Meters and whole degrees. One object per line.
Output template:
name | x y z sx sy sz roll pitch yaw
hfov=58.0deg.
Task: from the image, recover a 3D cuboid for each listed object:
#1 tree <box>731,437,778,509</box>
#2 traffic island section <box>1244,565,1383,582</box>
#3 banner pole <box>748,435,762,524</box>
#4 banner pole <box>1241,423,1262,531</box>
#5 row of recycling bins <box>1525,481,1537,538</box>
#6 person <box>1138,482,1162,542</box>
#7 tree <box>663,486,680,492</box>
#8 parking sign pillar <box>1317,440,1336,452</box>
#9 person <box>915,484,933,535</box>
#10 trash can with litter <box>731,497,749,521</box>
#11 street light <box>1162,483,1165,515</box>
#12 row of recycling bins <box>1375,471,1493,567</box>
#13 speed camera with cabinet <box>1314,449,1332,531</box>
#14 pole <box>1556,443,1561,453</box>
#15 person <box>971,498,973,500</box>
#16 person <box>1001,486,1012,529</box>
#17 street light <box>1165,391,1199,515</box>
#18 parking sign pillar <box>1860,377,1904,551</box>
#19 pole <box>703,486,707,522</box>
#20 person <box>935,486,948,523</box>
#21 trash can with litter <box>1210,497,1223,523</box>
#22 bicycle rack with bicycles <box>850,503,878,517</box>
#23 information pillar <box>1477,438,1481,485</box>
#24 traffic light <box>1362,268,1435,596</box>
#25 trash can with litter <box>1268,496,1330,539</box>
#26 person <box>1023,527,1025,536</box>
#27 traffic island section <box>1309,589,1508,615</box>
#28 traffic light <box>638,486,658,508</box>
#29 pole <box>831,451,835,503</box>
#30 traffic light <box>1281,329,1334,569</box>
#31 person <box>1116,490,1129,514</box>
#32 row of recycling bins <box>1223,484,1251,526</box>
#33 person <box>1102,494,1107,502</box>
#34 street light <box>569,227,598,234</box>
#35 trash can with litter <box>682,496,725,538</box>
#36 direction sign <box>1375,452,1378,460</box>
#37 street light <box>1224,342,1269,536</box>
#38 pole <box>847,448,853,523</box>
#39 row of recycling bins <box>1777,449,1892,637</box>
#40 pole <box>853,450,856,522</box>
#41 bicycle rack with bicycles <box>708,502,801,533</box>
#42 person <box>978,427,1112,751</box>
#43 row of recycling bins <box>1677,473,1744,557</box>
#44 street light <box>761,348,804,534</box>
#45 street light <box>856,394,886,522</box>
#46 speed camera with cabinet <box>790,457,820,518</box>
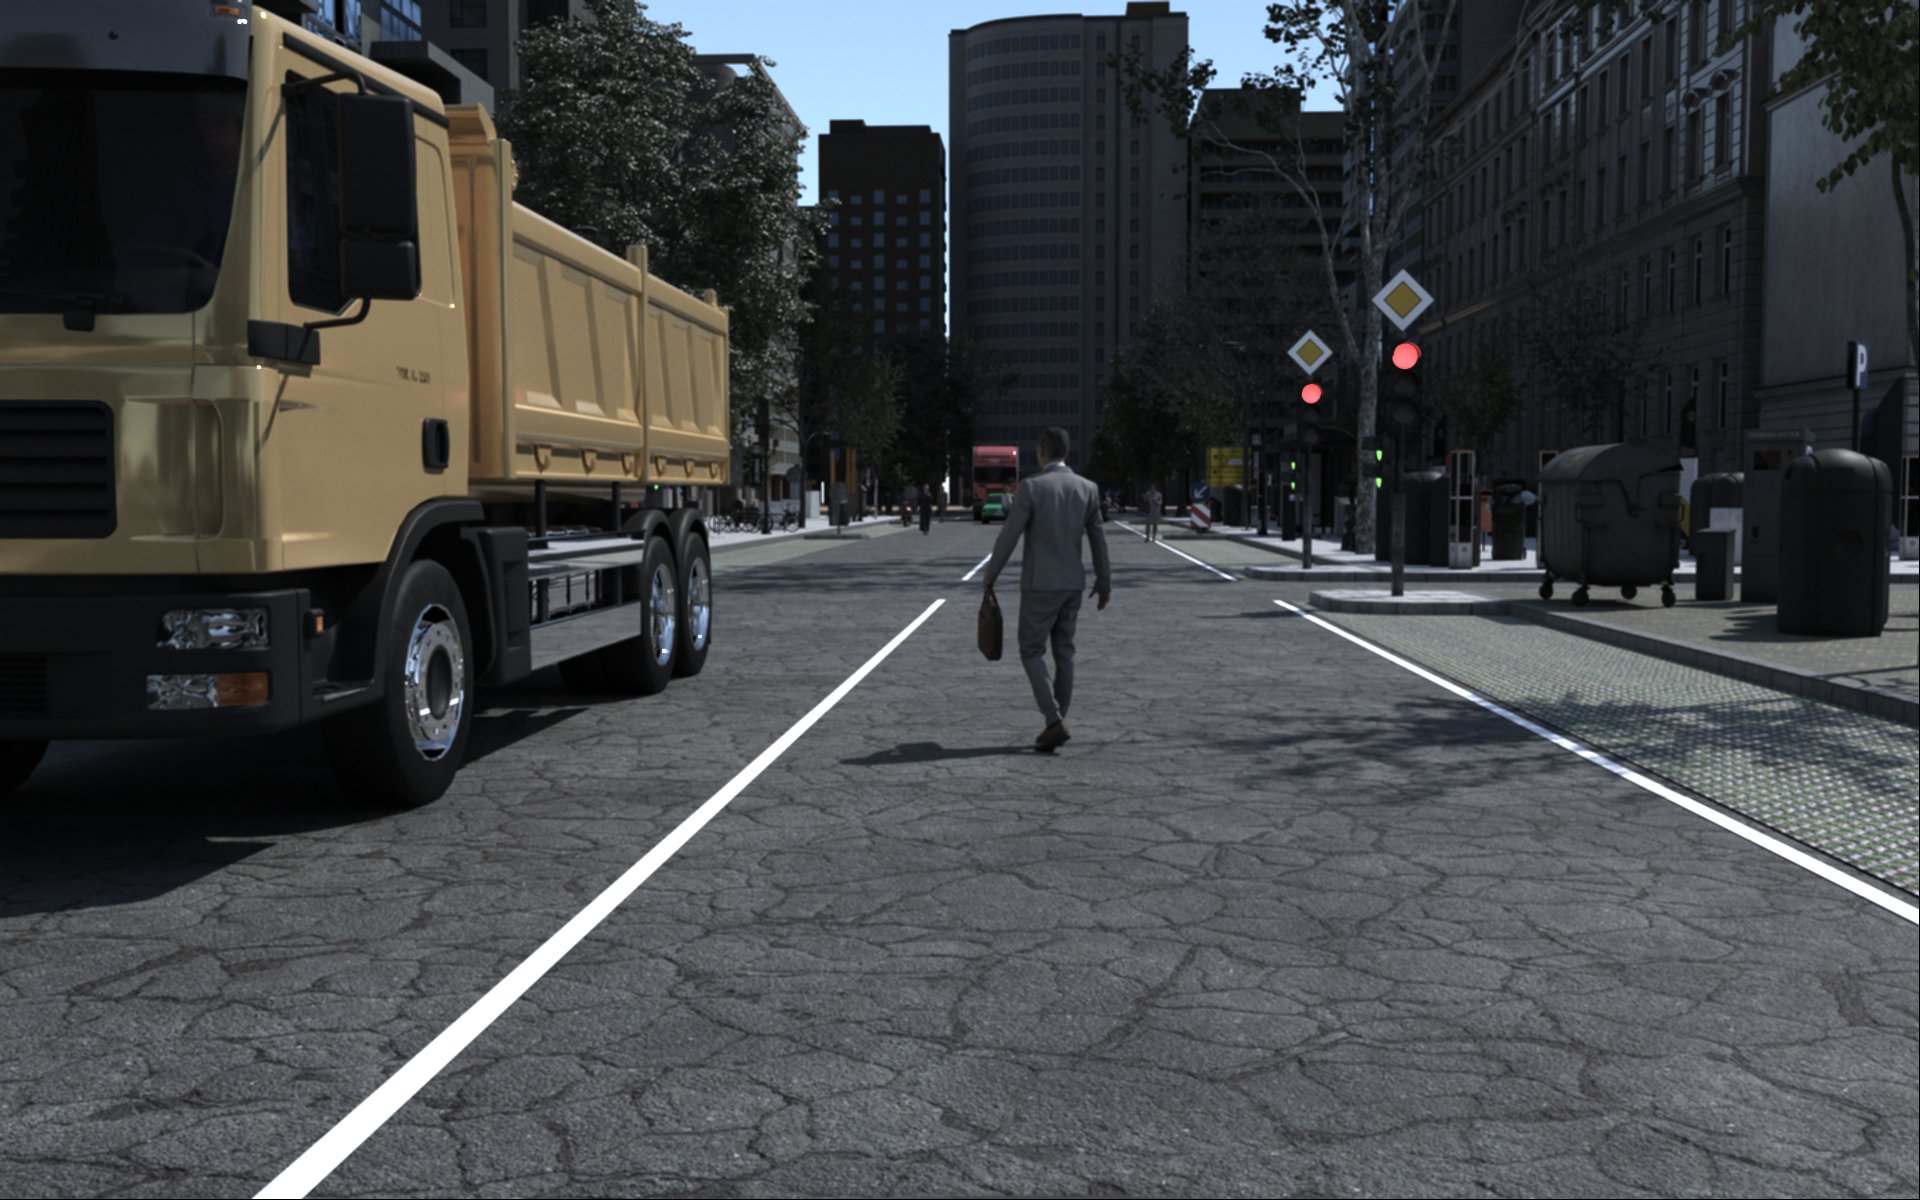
tree | -12.190 -7.101 99.820 4.285 4.588 4.351 0 3 0
traffic island section | 5.984 -0.458 29.765 2.009 0.180 2.903 0 4 3
banner pole | -8.726 -5.101 73.419 0.863 3.779 0.401 2 4 29
banner pole | 10.246 -4.321 60.670 0.401 3.779 0.863 -3 5 -42
row of recycling bins | 17.047 -2.719 51.564 1.069 1.692 3.534 -2 4 -23
person | 5.643 -2.615 51.614 0.716 1.782 0.532 1 4 19
tree | -15.132 -6.313 86.931 4.285 4.588 4.351 0 3 0
parking sign pillar | 17.319 -5.673 81.231 1.447 3.967 1.447 2 4 29
person | -1.245 -3.172 60.784 0.576 1.772 0.534 -2 4 -26
trash can with litter | -9.927 -4.144 79.139 1.055 1.170 0.624 0 4 -5
street light | 11.737 -8.040 103.999 1.470 5.913 1.316 0 4 3
row of recycling bins | 8.565 -1.519 31.950 1.069 1.692 3.534 0 4 -6
speed camera with cabinet | 12.285 -4.008 59.869 2.038 3.252 0.660 -1 4 -10
pole | 24.089 -4.647 69.823 0.158 3.312 0.155 0 3 0
person | 1.427 -7.814 136.200 1.348 1.831 0.705 -3 5 -41
person | 1.759 -3.434 65.312 0.731 1.740 0.598 3 4 38
street light | 10.188 -6.467 78.274 1.470 5.913 1.316 0 4 3
parking sign pillar | 21.007 -3.123 39.527 1.447 3.967 1.447 -3 5 -40
pole | -11.924 -5.326 80.916 0.158 3.312 0.155 0 3 0
person | -0.920 -4.780 86.756 0.694 1.812 0.767 3 4 36
trash can with litter | 11.665 -4.038 77.413 1.055 1.170 0.624 2 4 23
bicycle rack with bicycles | -6.053 -5.146 97.524 2.925 0.926 2.852 -1 4 -13
information pillar | 21.563 -4.936 72.053 0.183 3.616 0.504 1 4 21
traffic light | 5.486 -2.004 21.681 0.839 4.253 0.868 0 4 3
trash can with litter | 9.857 -2.373 49.859 1.678 1.210 2.233 0 4 -1
person | 1.833 -2.253 46.337 0.522 1.701 0.512 1 4 16
traffic island section | 5.525 0.030 21.793 2.009 0.180 2.903 0 4 3
traffic light | -5.548 -2.531 30.297 0.839 4.253 0.868 0 4 3
pole | -6.051 -5.420 82.460 0.158 3.312 0.155 0 3 0
traffic light | 5.945 -2.491 29.653 0.839 4.253 0.868 0 4 3
person | 11.630 -7.053 124.373 0.990 1.755 0.434 3 4 36
row of recycling bins | 11.492 -3.968 71.996 1.069 1.692 3.534 1 4 15
person | 11.712 -7.929 141.397 1.065 1.426 0.557 -3 5 -43
street light | -6.986 -3.531 30.270 1.470 5.913 1.316 0 4 3
trash can with litter | -8.123 -2.414 50.529 2.233 1.210 1.678 2 4 28
direction sign | 20.448 -5.723 85.563 0.379 3.537 0.876 -1 4 -11
street light | 8.790 -4.930 53.151 1.470 5.913 1.316 0 4 3
pole | -4.932 -5.061 76.597 0.158 3.312 0.155 0 3 0
row of recycling bins | 8.621 -0.608 17.052 1.069 1.692 3.534 2 4 26
pole | -4.888 -5.250 79.678 0.158 3.312 0.155 0 3 0
bicycle rack with bicycles | -7.105 -2.718 57.815 2.925 0.926 2.852 1 4 18
person | 0.499 -0.078 9.889 0.709 1.813 0.853 -2 4 -27
row of recycling bins | 15.235 -1.683 34.628 1.069 1.692 3.534 1 4 15
street light | -5.657 -5.055 55.185 1.470 5.913 1.316 0 4 3
street light | -4.125 -6.611 80.626 1.470 5.913 1.316 0 4 3
speed camera with cabinet | -8.340 -6.053 93.299 0.660 3.252 2.038 2 4 29
